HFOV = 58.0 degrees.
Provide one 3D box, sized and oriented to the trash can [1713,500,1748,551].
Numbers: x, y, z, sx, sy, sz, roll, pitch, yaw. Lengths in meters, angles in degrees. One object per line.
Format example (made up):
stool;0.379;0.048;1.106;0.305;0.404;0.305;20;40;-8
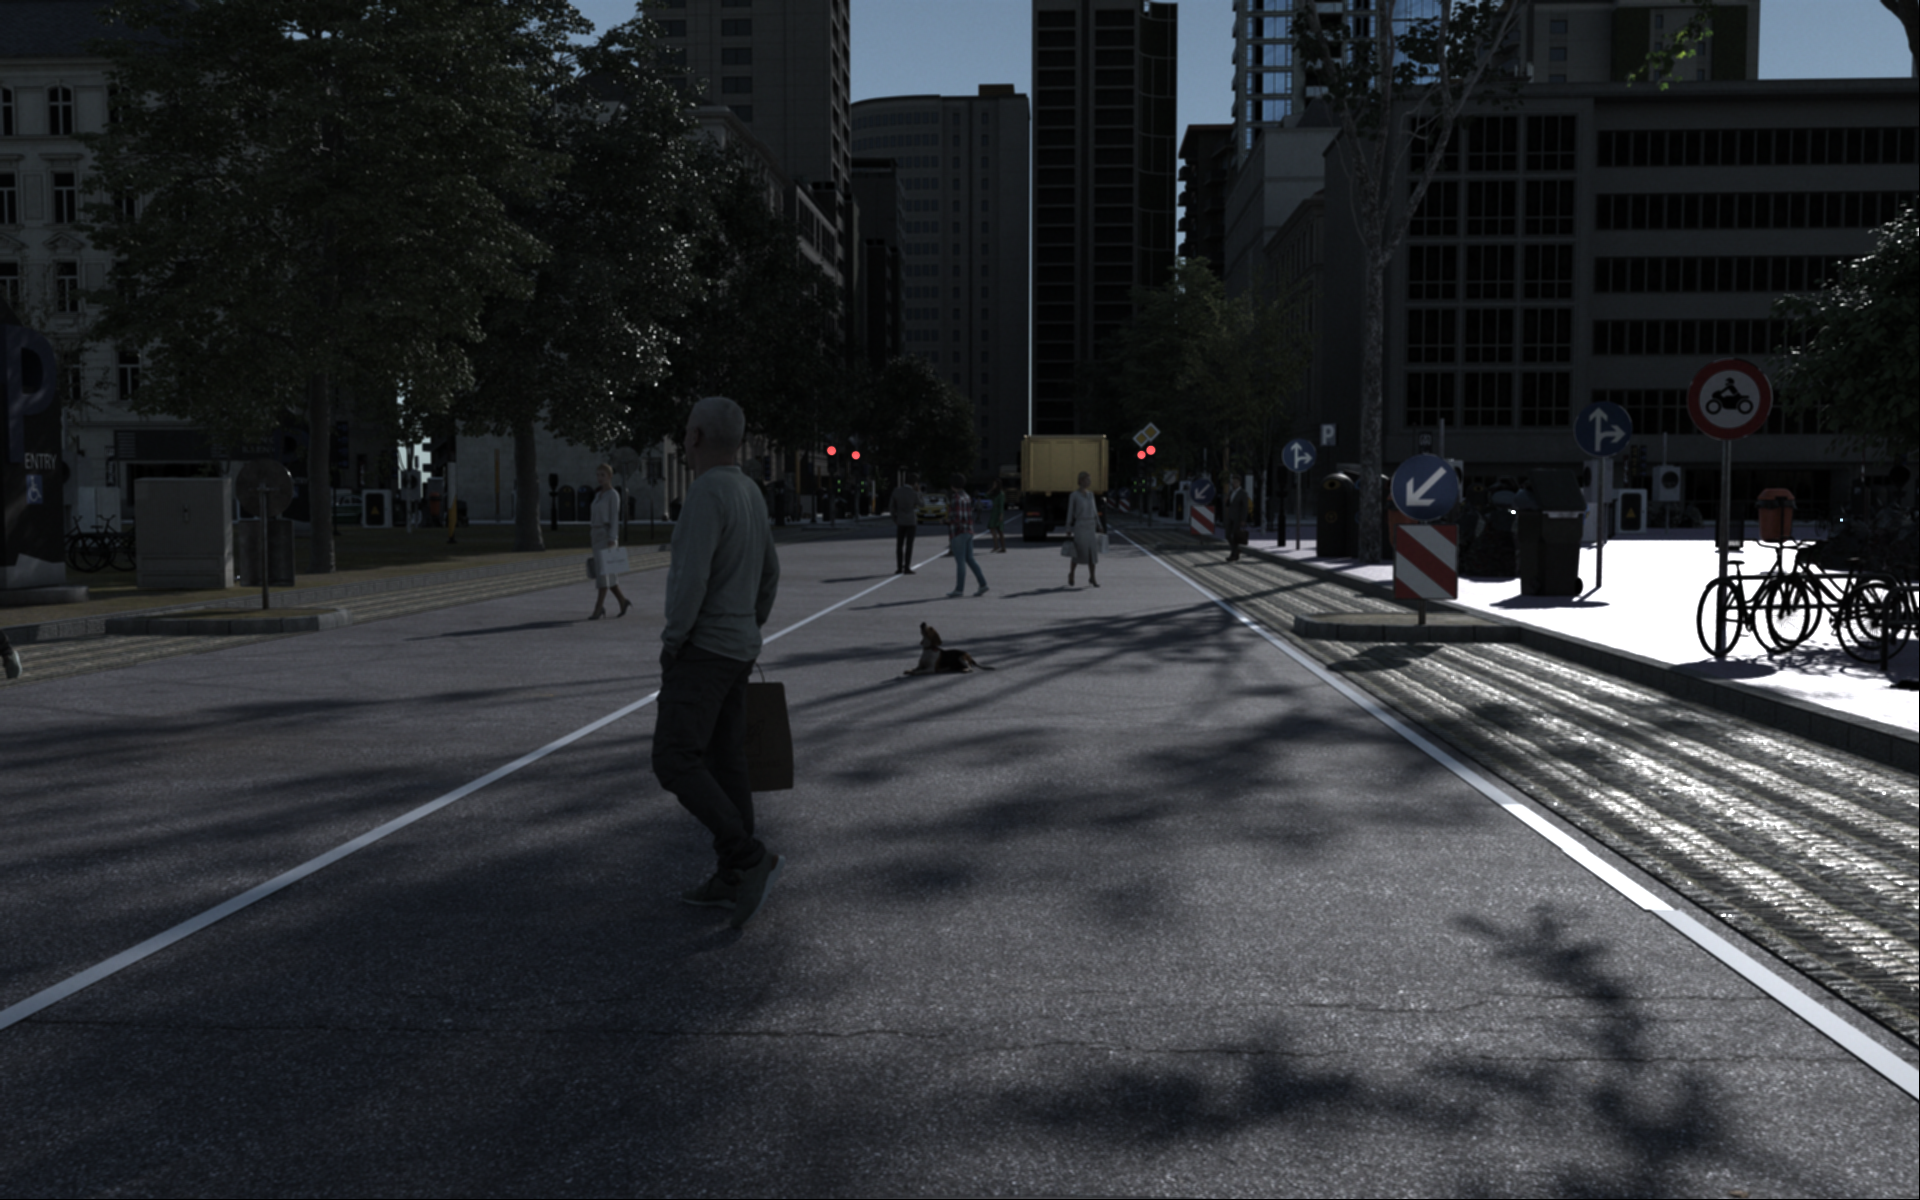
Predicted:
trash can;17.541;-1.701;39.464;0.748;1.137;0.748;0;3;0

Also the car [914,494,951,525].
car;-1.268;-4.421;82.512;2.015;1.641;3.980;0;4;4

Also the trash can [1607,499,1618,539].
trash can;18.573;-2.342;49.946;0.748;1.137;0.748;0;3;0

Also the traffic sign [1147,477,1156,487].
traffic sign;11.318;-6.142;102.559;0.606;2.300;0.079;0;4;4

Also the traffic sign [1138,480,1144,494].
traffic sign;13.749;-7.988;130.606;0.884;2.594;0.081;1;4;9

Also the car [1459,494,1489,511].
car;21.204;-3.737;71.319;3.980;1.641;2.015;0;4;3

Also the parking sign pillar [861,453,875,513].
parking sign pillar;-6.086;-7.667;113.834;1.447;3.967;1.447;1;4;21

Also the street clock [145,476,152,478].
street clock;-32.763;-4.000;69.973;0.358;2.002;0.471;-3;4;-36

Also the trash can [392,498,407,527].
trash can;-21.955;-3.437;67.849;0.748;1.137;0.748;0;3;0

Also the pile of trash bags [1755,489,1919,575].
pile of trash bags;15.212;-1.194;29.282;3.447;1.369;1.912;0;4;1

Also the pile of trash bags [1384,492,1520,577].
pile of trash bags;7.873;-1.073;27.289;3.447;1.369;1.912;-3;5;-40

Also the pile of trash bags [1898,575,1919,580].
pile of trash bags;15.754;-0.977;25.734;3.447;1.369;1.912;0;4;-4

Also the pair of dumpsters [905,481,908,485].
pair of dumpsters;-4.387;-7.747;129.156;1.574;2.255;4.437;0;4;3

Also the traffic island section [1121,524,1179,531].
traffic island section;7.435;-2.770;67.572;2.009;0.180;2.903;0;4;3

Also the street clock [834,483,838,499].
street clock;-7.568;-6.183;105.665;0.471;2.002;0.358;-1;4;-14

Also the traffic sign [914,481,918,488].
traffic sign;-3.989;-9.163;149.928;0.768;2.556;0.104;0;4;6

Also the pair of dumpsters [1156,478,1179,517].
pair of dumpsters;11.846;-5.768;96.799;1.574;2.255;4.437;0;4;3

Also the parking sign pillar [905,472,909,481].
parking sign pillar;-4.409;-9.616;145.700;1.447;3.967;1.447;1;4;12

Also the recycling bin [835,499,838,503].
recycling bin;-6.613;-4.847;91.807;0.722;1.027;0.722;-3;4;-38

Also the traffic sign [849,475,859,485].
traffic sign;-6.877;-6.882;112.626;0.768;2.556;0.104;1;4;9

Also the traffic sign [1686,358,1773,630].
traffic sign;7.218;-0.992;16.333;0.768;2.556;0.104;0;4;8

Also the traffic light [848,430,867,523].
traffic light;-4.523;-5.335;76.147;0.839;4.253;0.868;0;4;3

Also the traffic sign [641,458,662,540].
traffic sign;-8.641;-2.842;48.589;0.606;2.300;0.079;0;4;7

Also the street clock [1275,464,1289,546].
street clock;7.884;-2.314;42.407;0.358;2.002;0.471;0;4;7

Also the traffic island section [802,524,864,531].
traffic island section;-5.035;-2.815;68.313;2.009;0.180;2.903;0;4;3

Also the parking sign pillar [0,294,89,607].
parking sign pillar;-11.083;-1.948;20.320;1.447;3.967;1.447;0;4;1

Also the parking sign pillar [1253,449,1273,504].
parking sign pillar;17.728;-6.937;101.898;1.447;3.967;1.447;-2;4;-25

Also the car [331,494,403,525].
car;-25.991;-3.743;72.993;4.920;1.459;2.131;0;4;4

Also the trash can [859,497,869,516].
trash can;-5.642;-5.517;101.854;0.748;1.137;0.748;0;3;0

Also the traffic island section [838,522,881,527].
traffic island section;-4.563;-3.303;76.284;2.009;0.180;2.903;0;4;3

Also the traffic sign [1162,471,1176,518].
traffic sign;11.359;-5.747;94.069;0.768;2.556;0.104;1;4;9

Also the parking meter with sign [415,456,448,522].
parking meter with sign;-23.928;-5.065;79.070;1.738;3.016;0.543;0;4;-7

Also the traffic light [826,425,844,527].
traffic light;-4.995;-4.847;68.176;0.839;4.253;0.868;0;4;3

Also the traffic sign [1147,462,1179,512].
traffic sign;12.813;-7.007;108.440;2.265;3.308;0.079;1;4;9

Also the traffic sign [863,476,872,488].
traffic sign;-5.756;-6.562;108.480;0.795;2.450;0.064;0;4;8

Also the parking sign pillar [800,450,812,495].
parking sign pillar;-9.512;-7.216;106.452;1.447;3.967;1.447;-2;4;-28

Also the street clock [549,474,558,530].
street clock;-14.334;-3.458;61.113;0.358;2.002;0.471;-2;4;-25

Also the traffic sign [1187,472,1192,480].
traffic sign;13.472;-6.230;101.863;0.884;2.594;0.081;1;4;11

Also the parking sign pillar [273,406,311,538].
parking sign pillar;-19.531;-3.824;50.987;1.447;3.967;1.447;1;4;13

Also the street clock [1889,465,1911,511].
street clock;23.583;-2.381;43.492;0.471;2.002;0.358;2;4;35

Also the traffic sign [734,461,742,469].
traffic sign;-8.715;-4.056;66.416;0.768;2.556;0.104;1;4;10

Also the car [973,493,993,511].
car;2.039;-8.235;144.231;1.945;1.707;3.694;0;4;4

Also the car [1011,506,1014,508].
car;4.669;-10.206;178.672;2.131;1.459;4.920;0;4;3

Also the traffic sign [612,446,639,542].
traffic sign;-8.960;-2.829;46.355;0.768;2.556;0.104;1;4;9

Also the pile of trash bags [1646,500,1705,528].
pile of trash bags;26.285;-3.415;65.596;3.447;1.369;1.912;-1;4;-16

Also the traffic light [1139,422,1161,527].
traffic light;7.395;-4.804;67.460;0.839;4.253;0.868;0;4;3

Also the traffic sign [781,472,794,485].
traffic sign;-8.108;-4.854;81.495;0.606;2.300;0.079;0;4;8

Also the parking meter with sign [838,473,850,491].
parking meter with sign;-9.304;-9.113;145.253;1.738;3.016;0.543;-2;4;-29

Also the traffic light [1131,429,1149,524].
traffic light;7.867;-5.291;75.431;0.839;4.253;0.868;0;4;3

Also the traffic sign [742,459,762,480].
traffic sign;-7.522;-3.825;62.648;0.768;2.556;0.104;1;4;12

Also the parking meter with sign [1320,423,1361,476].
parking meter with sign;9.840;-2.885;43.425;1.738;3.016;0.543;-2;4;-33

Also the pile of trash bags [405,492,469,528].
pile of trash bags;-20.013;-3.493;66.861;1.912;1.369;3.447;-1;4;-8

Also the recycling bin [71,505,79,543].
recycling bin;-23.342;-2.030;45.742;0.722;1.027;0.722;1;4;20

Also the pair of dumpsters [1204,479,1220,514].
pair of dumpsters;12.820;-5.449;91.584;1.574;2.255;4.437;0;4;3

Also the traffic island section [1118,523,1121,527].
traffic island section;7.907;-3.258;75.543;2.009;0.180;2.903;0;4;3

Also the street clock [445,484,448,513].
street clock;-35.353;-7.024;119.404;0.471;2.002;0.358;-2;4;-24
